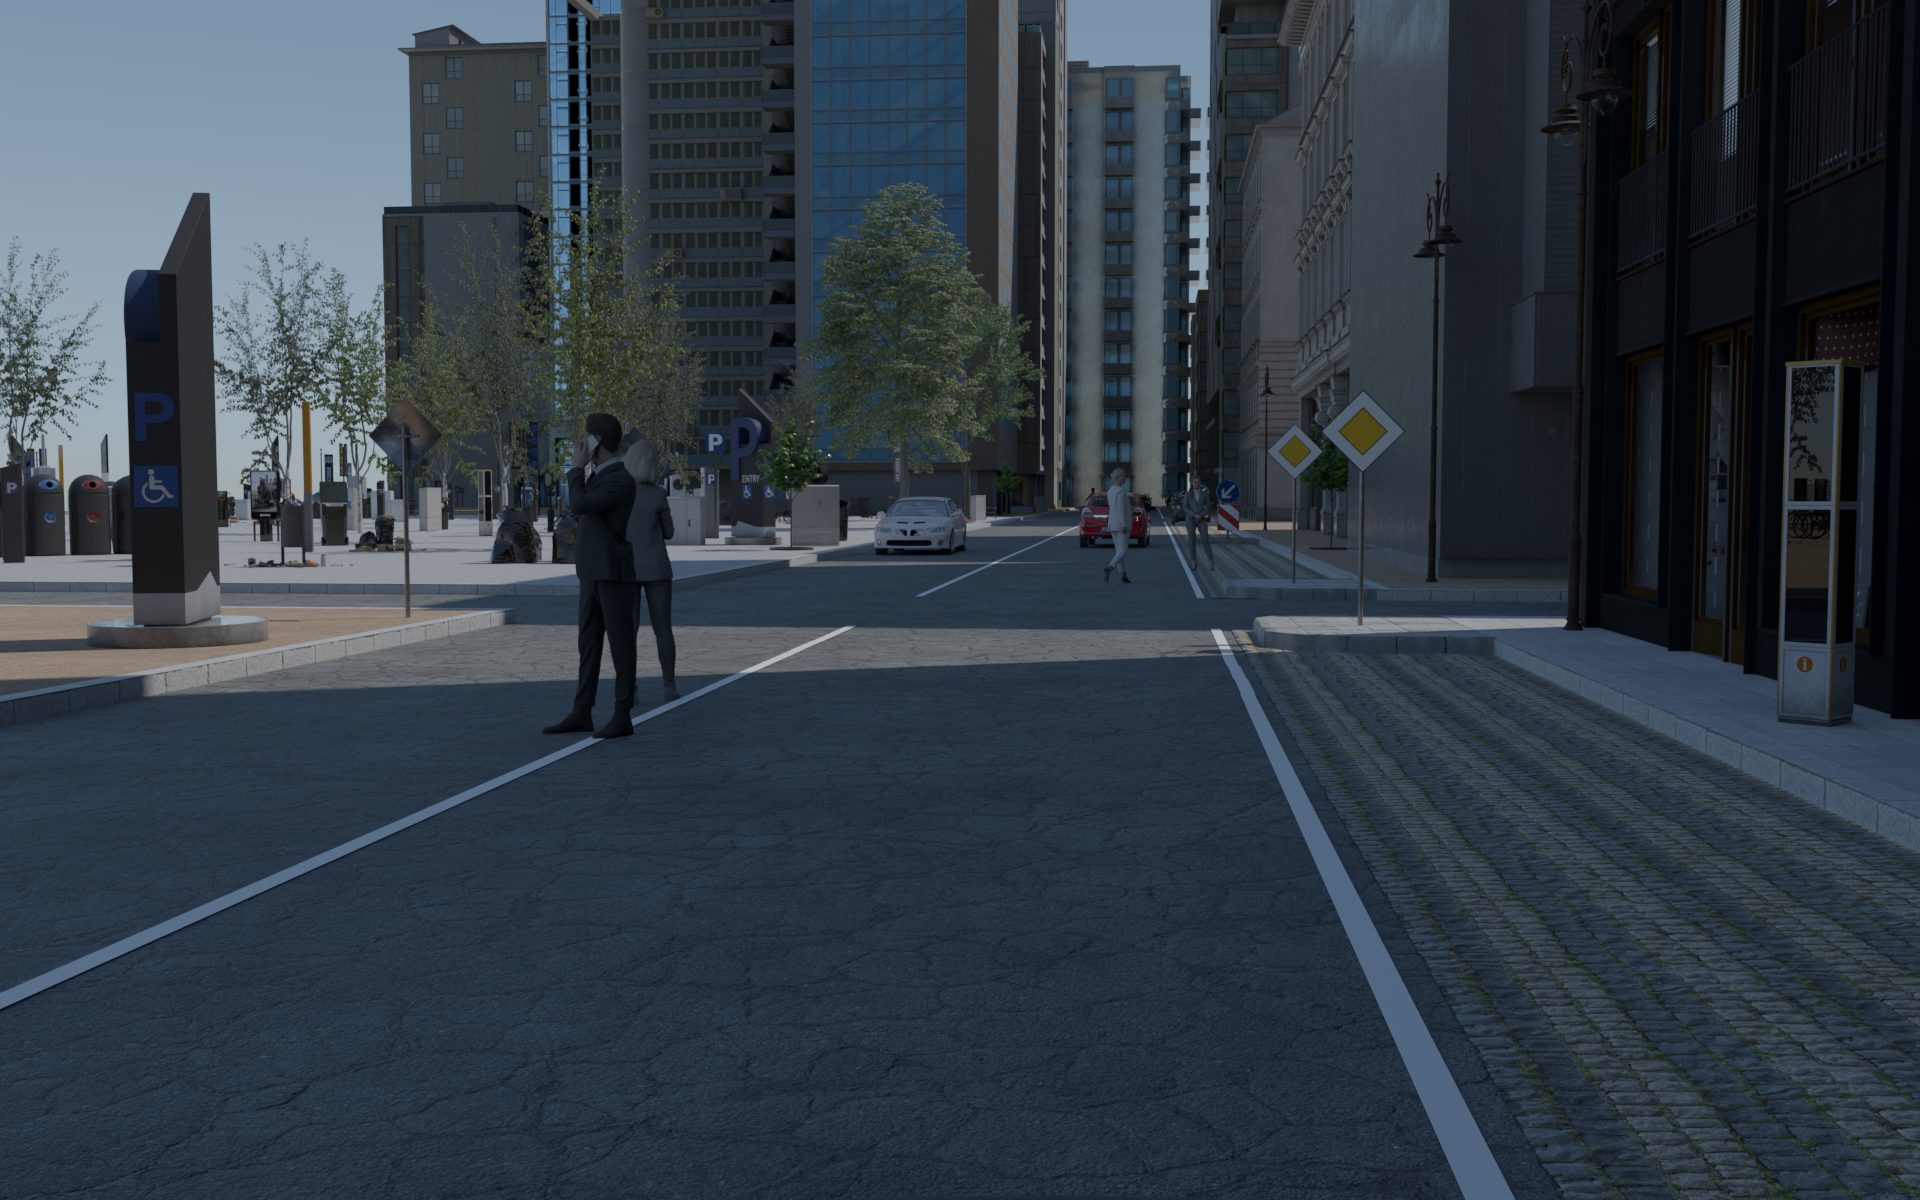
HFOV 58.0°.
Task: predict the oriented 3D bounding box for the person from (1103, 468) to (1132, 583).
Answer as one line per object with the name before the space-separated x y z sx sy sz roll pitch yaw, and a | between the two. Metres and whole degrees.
person | 2.498 -1.179 27.661 0.818 1.842 0.514 -3 5 -43

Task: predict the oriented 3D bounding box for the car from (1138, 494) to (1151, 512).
car | 14.363 -7.918 139.238 2.009 1.686 4.222 0 4 7

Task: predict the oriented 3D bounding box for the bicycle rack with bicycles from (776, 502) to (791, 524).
bicycle rack with bicycles | -6.951 -3.754 74.756 2.925 0.926 2.852 0 4 5

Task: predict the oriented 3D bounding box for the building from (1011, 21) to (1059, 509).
building | 0.882 -28.283 146.029 14.154 41.232 14.086 0 4 6

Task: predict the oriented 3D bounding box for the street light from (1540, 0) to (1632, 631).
street light | 5.781 -2.652 16.156 0.468 5.910 1.993 0 4 6

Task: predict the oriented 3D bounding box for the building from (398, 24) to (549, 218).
building | -46.088 -37.542 203.053 27.495 52.752 28.713 0 4 6

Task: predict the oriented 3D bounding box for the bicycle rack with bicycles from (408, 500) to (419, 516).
bicycle rack with bicycles | -32.272 -5.354 100.921 2.852 0.926 2.925 -1 4 -18

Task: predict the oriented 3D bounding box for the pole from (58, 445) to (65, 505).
pole | -37.321 -4.777 71.940 0.158 3.312 0.155 0 3 0

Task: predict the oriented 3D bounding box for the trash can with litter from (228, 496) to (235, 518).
trash can with litter | -38.428 -4.854 90.744 0.624 1.170 1.055 2 4 24

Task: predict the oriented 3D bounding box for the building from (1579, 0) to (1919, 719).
building | 11.264 -10.882 7.597 12.332 23.373 15.834 0 4 6

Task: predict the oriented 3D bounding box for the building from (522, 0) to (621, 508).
building | -26.469 -52.282 167.488 31.000 86.520 22.319 0 4 6

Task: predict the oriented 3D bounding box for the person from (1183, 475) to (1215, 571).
person | 4.467 -1.443 32.363 0.520 1.790 0.573 -1 4 -13

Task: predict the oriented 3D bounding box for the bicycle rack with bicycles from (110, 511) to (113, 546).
bicycle rack with bicycles | -19.708 -1.771 42.343 2.852 0.926 2.925 -1 4 -14

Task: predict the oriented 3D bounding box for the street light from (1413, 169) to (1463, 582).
street light | 6.877 -3.198 25.079 0.468 5.910 1.993 0 4 6

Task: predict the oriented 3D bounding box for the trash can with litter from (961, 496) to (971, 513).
trash can with litter | 0.607 -5.276 97.648 1.055 1.170 0.624 0 4 -1

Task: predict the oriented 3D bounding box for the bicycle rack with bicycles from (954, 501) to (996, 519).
bicycle rack with bicycles | 0.634 -4.576 88.201 2.852 0.926 2.925 -1 4 -14

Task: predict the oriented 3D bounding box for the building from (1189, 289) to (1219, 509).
building | 35.380 -19.218 159.260 27.650 21.520 28.899 0 4 6

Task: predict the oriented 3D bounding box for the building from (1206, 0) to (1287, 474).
building | 32.591 -33.061 129.785 28.713 52.752 27.495 0 4 6

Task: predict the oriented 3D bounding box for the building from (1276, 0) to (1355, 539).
building | 16.437 -12.819 60.501 10.553 20.767 40.483 0 4 6

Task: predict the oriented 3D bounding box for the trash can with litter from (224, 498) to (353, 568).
trash can with litter | -12.062 -1.206 30.771 2.233 1.210 1.678 2 4 25

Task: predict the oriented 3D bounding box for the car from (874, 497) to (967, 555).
car | -0.921 -1.847 42.556 2.083 1.381 4.827 0 4 7

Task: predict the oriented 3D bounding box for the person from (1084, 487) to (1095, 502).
person | 8.053 -5.919 105.246 0.705 1.831 1.348 3 5 45

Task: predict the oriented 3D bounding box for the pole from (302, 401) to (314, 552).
pole | -14.389 -2.713 38.207 0.158 3.312 0.155 0 3 0

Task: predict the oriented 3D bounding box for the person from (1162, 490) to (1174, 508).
person | 20.718 -9.982 171.723 1.348 1.823 0.705 1 4 20

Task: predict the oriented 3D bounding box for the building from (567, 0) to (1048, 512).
building | -9.955 -26.682 128.133 32.217 40.220 23.993 0 4 6

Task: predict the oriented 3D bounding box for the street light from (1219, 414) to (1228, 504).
street light | 14.986 -7.693 98.567 0.468 5.910 1.993 0 4 6

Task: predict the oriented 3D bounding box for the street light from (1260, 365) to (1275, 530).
street light | 10.943 -5.451 61.911 0.468 5.910 1.993 0 4 6

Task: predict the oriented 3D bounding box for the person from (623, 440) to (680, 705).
person | -2.235 -0.202 11.984 0.537 1.800 0.526 0 4 4

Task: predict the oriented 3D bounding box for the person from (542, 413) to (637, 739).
person | -2.153 -0.143 10.197 0.474 1.900 0.648 -2 4 -32

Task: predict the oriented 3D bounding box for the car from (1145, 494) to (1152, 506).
car | 17.255 -9.497 164.077 1.959 1.807 4.718 0 4 6

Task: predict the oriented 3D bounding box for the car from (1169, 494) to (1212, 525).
car | 10.782 -4.348 80.881 2.009 1.686 4.222 0 4 5

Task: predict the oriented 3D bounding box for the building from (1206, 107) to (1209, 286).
building | 42.329 -34.939 190.861 30.456 49.044 23.786 0 4 6

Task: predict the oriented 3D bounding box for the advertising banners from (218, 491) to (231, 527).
advertising banners | -29.286 -4.330 66.980 2.074 3.025 0.090 0 4 0

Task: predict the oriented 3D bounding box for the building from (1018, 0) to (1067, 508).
building | -0.424 -44.535 166.405 20.611 71.187 20.563 0 4 6

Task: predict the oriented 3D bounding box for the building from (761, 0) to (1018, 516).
building | -3.839 -27.997 107.869 14.600 45.320 14.200 0 4 6

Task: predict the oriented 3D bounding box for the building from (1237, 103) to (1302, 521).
building | 19.660 -14.714 89.724 9.793 20.994 18.267 0 4 6

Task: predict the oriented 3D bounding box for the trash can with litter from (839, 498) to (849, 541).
trash can with litter | -3.389 -2.193 47.241 0.624 1.170 1.055 -1 4 -16

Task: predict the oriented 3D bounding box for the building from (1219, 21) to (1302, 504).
building | 23.494 -20.661 109.507 14.160 30.474 14.107 0 4 6

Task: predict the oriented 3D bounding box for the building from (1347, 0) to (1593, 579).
building | 22.697 -12.862 29.356 30.058 24.678 14.314 0 4 6

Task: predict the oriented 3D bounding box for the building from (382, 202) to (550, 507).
building | -48.634 -24.679 175.209 14.107 30.474 14.160 0 4 6

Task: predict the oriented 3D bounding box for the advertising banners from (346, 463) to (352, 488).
advertising banners | -33.439 -6.117 96.206 2.074 3.025 0.090 2 4 34

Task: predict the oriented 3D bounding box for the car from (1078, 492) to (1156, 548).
car | 4.301 -2.366 47.717 2.155 1.783 4.494 1 4 8

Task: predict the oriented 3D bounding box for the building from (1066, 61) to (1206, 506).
building | 11.449 -35.170 194.634 30.456 49.044 23.786 0 4 6
